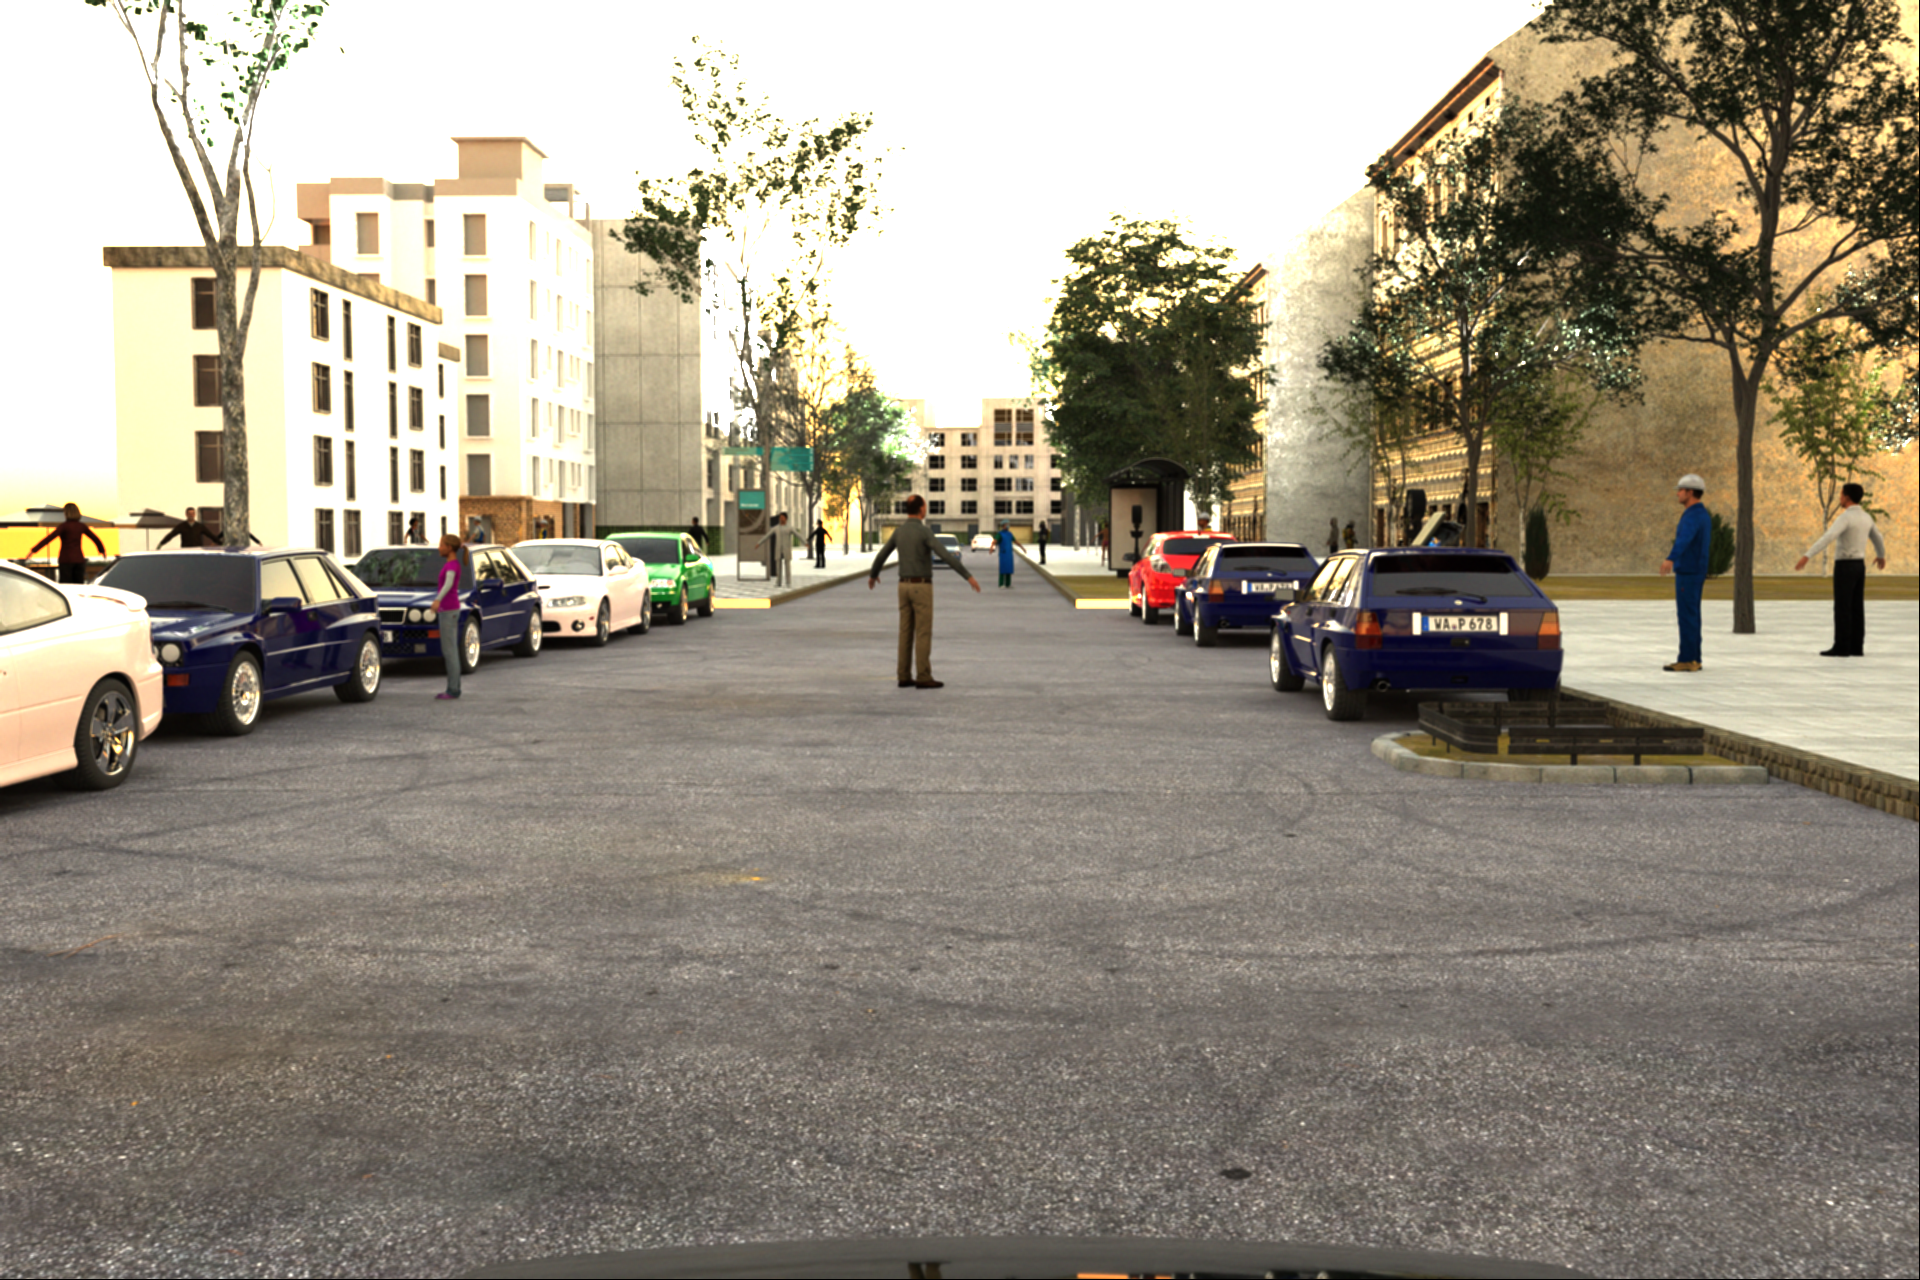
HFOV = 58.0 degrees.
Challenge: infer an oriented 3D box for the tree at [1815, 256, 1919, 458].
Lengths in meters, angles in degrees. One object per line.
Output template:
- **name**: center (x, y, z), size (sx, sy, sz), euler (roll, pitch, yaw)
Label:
- **tree**: center (25.564, -6.573, 41.879), size (8.767, 10.594, 7.601), euler (-2, 4, -24)

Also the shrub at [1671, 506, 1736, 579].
- **shrub**: center (21.198, -2.768, 49.294), size (1.661, 2.075, 1.752), euler (0, 3, 0)

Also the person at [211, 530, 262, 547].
- **person**: center (-19.541, -2.482, 46.767), size (1.347, 1.806, 0.705), euler (-3, 4, -36)

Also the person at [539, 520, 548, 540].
- **person**: center (-14.186, -3.194, 58.682), size (0.721, 1.772, 1.216), euler (-1, 4, -17)

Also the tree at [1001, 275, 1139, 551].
- **tree**: center (9.177, -16.642, 127.992), size (12.611, 20.169, 13.585), euler (0, 3, 0)

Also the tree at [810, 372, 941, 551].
- **tree**: center (-6.595, -13.374, 129.039), size (12.009, 13.543, 11.850), euler (0, 3, 0)

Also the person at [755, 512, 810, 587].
- **person**: center (-4.277, -2.181, 41.849), size (1.347, 1.806, 0.705), euler (0, 4, 7)

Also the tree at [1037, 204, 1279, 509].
- **tree**: center (7.383, -9.740, 65.897), size (9.857, 13.997, 8.962), euler (0, 3, 0)

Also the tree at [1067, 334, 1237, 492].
- **tree**: center (8.358, -8.772, 77.837), size (8.767, 10.594, 7.601), euler (0, 4, 6)

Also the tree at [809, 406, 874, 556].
- **tree**: center (-6.635, -9.112, 99.336), size (4.360, 8.622, 3.978), euler (0, 3, 0)

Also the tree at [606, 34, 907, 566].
- **tree**: center (-9.183, -13.017, 68.712), size (12.611, 20.169, 13.585), euler (0, 3, 0)

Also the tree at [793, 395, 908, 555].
- **tree**: center (-6.813, -10.639, 108.354), size (7.601, 10.594, 8.767), euler (-1, 4, -16)

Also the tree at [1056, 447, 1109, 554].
- **tree**: center (8.209, -9.857, 111.522), size (4.737, 8.622, 4.395), euler (0, 3, 0)

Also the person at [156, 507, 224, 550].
- **person**: center (-15.166, -1.716, 34.202), size (1.346, 1.812, 0.704), euler (-2, 4, -30)

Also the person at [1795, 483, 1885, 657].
- **person**: center (9.323, -0.737, 18.206), size (1.344, 1.810, 0.704), euler (-2, 4, -27)

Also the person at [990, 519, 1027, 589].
- **person**: center (1.219, -2.256, 45.474), size (1.347, 1.817, 0.704), euler (-3, 5, -44)

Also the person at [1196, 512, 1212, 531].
- **person**: center (4.498, -1.448, 32.105), size (0.705, 1.833, 1.349), euler (0, 4, -5)

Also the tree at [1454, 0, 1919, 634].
- **tree**: center (9.816, -5.360, 22.048), size (7.601, 10.594, 8.767), euler (-1, 4, -14)

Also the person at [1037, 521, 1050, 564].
- **person**: center (3.478, -4.143, 73.511), size (0.705, 1.856, 1.354), euler (0, 4, -6)

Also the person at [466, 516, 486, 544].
- **person**: center (-15.094, -2.954, 54.156), size (0.705, 1.847, 1.347), euler (0, 4, 8)

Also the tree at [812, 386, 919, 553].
- **tree**: center (-6.567, -11.802, 118.722), size (9.928, 11.665, 9.643), euler (0, 3, 0)

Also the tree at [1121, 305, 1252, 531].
- **tree**: center (7.839, -6.402, 55.032), size (4.360, 8.622, 3.978), euler (0, 3, 0)

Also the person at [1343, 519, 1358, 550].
- **person**: center (15.209, -3.770, 67.405), size (0.705, 1.858, 1.354), euler (0, 4, -2)

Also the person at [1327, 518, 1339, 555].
- **person**: center (12.132, -3.070, 56.324), size (0.705, 1.813, 1.348), euler (0, 4, 3)

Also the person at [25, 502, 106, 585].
- **person**: center (-12.579, -1.078, 24.435), size (0.721, 1.729, 1.215), euler (2, 4, 28)

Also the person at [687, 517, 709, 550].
- **person**: center (-8.144, -2.876, 53.245), size (0.704, 1.802, 1.346), euler (2, 4, 35)

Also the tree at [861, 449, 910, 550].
- **tree**: center (-6.501, -11.531, 138.895), size (4.360, 8.622, 3.978), euler (0, 3, 0)

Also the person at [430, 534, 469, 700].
- **person**: center (-4.500, -0.204, 15.061), size (0.599, 1.433, 0.991), euler (-1, 4, -11)

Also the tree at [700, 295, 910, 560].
- **tree**: center (-7.529, -10.840, 87.601), size (12.009, 13.543, 11.850), euler (0, 3, 0)

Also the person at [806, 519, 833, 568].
- **person**: center (-5.294, -3.637, 65.393), size (1.347, 1.837, 0.705), euler (-3, 5, -44)

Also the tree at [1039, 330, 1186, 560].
- **tree**: center (7.706, -9.799, 85.966), size (9.928, 11.665, 9.643), euler (0, 3, 0)

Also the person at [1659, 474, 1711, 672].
- **person**: center (6.824, -0.635, 16.266), size (0.705, 1.842, 1.347), euler (2, 4, 33)

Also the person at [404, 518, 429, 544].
- **person**: center (-18.725, -3.267, 59.567), size (0.704, 1.843, 1.345), euler (1, 4, 19)

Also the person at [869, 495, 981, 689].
- **person**: center (-0.394, -0.456, 16.176), size (1.348, 1.796, 0.705), euler (3, 5, 40)

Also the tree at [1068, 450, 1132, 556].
- **tree**: center (7.931, -9.334, 102.973), size (4.360, 8.622, 3.978), euler (0, 3, 0)

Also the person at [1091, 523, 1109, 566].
- **person**: center (5.839, -3.812, 69.126), size (1.217, 1.733, 0.721), euler (0, 4, 7)
